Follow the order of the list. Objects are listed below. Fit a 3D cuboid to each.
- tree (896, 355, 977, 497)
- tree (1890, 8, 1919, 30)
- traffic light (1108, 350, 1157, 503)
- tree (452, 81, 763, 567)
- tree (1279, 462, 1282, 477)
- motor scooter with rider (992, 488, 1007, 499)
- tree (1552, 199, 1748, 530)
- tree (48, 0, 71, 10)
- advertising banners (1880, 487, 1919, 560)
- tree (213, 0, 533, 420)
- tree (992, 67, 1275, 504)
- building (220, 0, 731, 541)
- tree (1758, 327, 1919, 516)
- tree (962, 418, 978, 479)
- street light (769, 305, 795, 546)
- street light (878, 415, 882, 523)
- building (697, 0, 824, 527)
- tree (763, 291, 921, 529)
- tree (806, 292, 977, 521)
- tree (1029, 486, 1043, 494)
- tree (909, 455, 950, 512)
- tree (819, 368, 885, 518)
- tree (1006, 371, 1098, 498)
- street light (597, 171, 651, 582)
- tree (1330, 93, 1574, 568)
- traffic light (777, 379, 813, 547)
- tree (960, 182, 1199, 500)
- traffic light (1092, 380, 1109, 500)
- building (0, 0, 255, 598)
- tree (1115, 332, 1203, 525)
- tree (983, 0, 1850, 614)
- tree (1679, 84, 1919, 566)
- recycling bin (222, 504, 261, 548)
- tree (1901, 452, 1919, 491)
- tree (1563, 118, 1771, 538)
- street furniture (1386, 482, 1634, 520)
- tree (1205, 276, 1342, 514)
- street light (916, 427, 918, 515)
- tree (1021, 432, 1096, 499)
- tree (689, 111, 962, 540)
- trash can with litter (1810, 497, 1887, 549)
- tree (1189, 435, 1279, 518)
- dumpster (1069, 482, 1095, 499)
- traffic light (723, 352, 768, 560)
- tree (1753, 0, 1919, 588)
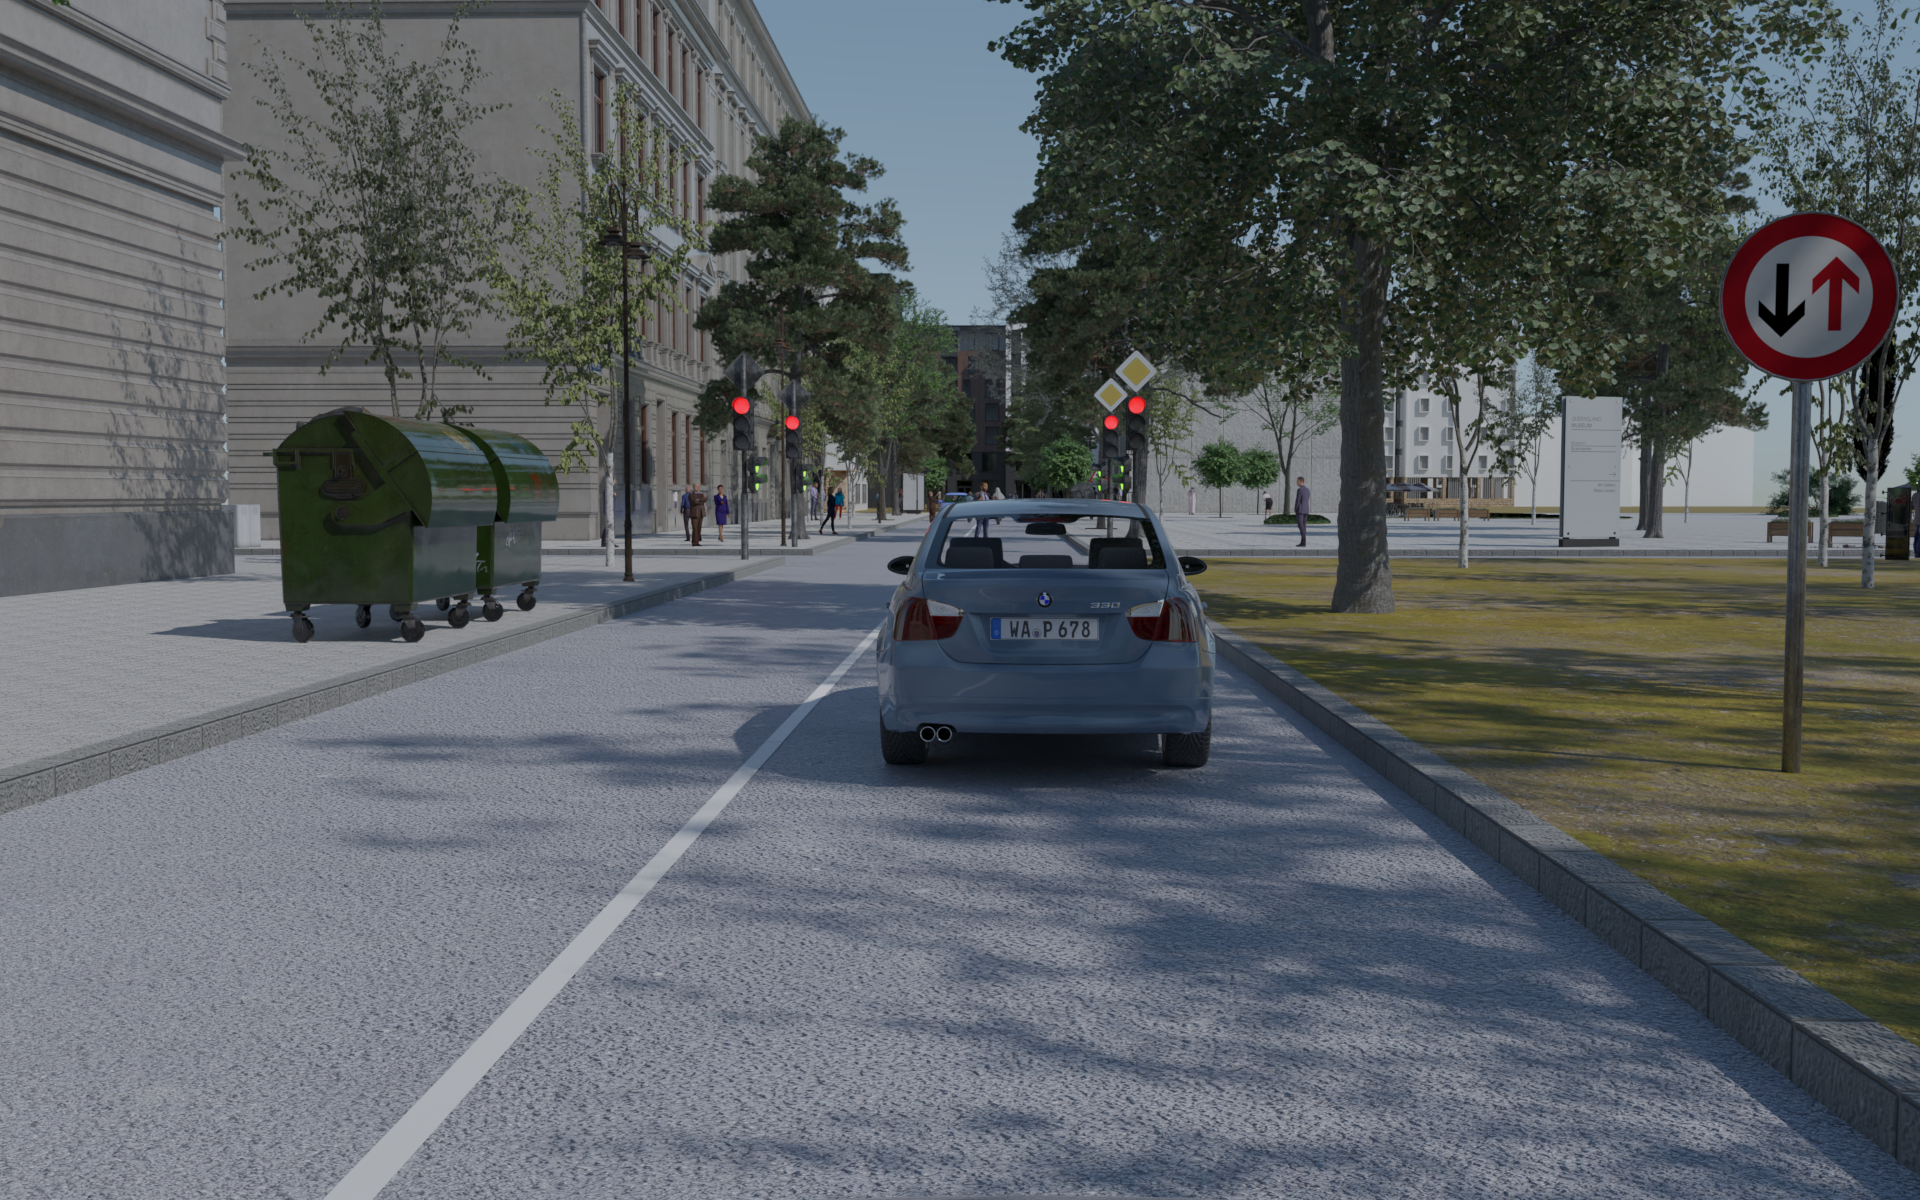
[{"bbox_3d":[-2.309,-15.075,153.894,7.806,13.903,7.818,0,3,0],"label":"tree"},{"bbox_3d":[7.227,-3.619,9.526,4.737,8.622,4.395,0,3,0],"label":"tree"},{"bbox_3d":[3.375,-2.709,33.532,0.839,4.213,0.868,0,4,1],"label":"traffic light"},{"bbox_3d":[-6.438,-4.897,30.424,4.737,8.622,4.395,0,3,0],"label":"tree"},{"bbox_3d":[18.473,-7.590,107.804,4.285,4.588,4.351,0,3,0],"label":"tree"},{"bbox_3d":[1.831,-4.438,81.522,0.876,1.779,1.986,0,4,0],"label":"motor scooter with rider"},{"bbox_3d":[23.949,-9.382,60.823,7.806,13.903,7.818,0,3,0],"label":"tree"},{"bbox_3d":[-5.923,-5.000,7.513,9.928,11.665,9.643,0,3,0],"label":"tree"},{"bbox_3d":[18.631,-2.250,32.978,0.090,3.025,2.074,-2,4,-35],"label":"advertising banners"},{"bbox_3d":[-7.759,-4.493,23.817,4.360,8.622,3.978,0,3,0],"label":"tree"},{"bbox_3d":[5.495,-8.760,50.650,7.806,13.903,7.818,0,3,0],"label":"tree"},{"bbox_3d":[-14.860,-13.487,56.667,11.583,22.565,21.152,0,4,1],"label":"building"},{"bbox_3d":[58.274,-12.278,102.570,18.604,14.587,13.155,0,4,2],"label":"tree"},{"bbox_3d":[-1.551,-14.752,163.257,6.751,12.117,7.091,0,3,0],"label":"tree"},{"bbox_3d":[-4.352,-4.267,42.549,0.468,5.910,1.993,0,4,1],"label":"street light"},{"bbox_3d":[-3.512,-6.284,75.526,0.468,5.910,1.993,0,4,1],"label":"street light"},{"bbox_3d":[-17.050,-19.124,89.092,17.030,29.872,44.131,0,4,1],"label":"building"},{"bbox_3d":[-3.844,-6.888,62.979,4.737,8.622,4.395,0,3,0],"label":"tree"},{"bbox_3d":[-3.711,-9.701,84.370,9.928,11.665,9.643,0,3,0],"label":"tree"},{"bbox_3d":[8.200,-11.666,185.341,1.663,3.219,1.824,0,3,0],"label":"tree"},{"bbox_3d":[-2.283,-8.677,125.578,4.285,4.588,4.351,0,3,0],"label":"tree"},{"bbox_3d":[-5.837,-8.786,94.007,4.360,8.622,3.978,0,3,0],"label":"tree"},{"bbox_3d":[6.870,-12.612,124.337,7.486,12.596,7.792,0,3,0],"label":"tree"},{"bbox_3d":[-4.861,-3.208,25.233,0.468,5.910,1.993,0,4,1],"label":"street light"},{"bbox_3d":[8.535,-4.849,29.650,4.360,8.622,3.978,0,3,0],"label":"tree"},{"bbox_3d":[-3.976,-3.208,41.694,0.839,4.213,0.868,0,4,1],"label":"traffic light"},{"bbox_3d":[5.102,-9.325,62.833,12.009,13.543,11.850,0,3,0],"label":"tree"},{"bbox_3d":[3.583,-3.197,41.514,0.839,4.213,0.868,0,4,1],"label":"traffic light"},{"bbox_3d":[-21.081,-11.858,22.753,19.941,23.489,11.050,0,4,1],"label":"building"},{"bbox_3d":[8.303,-7.420,71.672,4.737,8.622,4.395,0,3,0],"label":"tree"},{"bbox_3d":[4.429,-6.832,18.358,9.857,13.997,8.962,0,3,0],"label":"tree"},{"bbox_3d":[15.071,-4.900,30.471,4.737,8.622,4.395,0,3,0],"label":"tree"},{"bbox_3d":[-17.388,-1.786,41.750,0.722,1.027,0.722,2,4,23],"label":"recycling bin"},{"bbox_3d":[38.180,-4.518,68.477,1.663,3.219,1.824,0,3,0],"label":"tree"},{"bbox_3d":[20.316,-7.831,50.099,6.751,12.117,7.091,0,3,0],"label":"tree"},{"bbox_3d":[30.462,-5.905,101.583,14.083,1.986,27.439,1,4,13],"label":"street furniture"},{"bbox_3d":[15.060,-9.440,80.100,9.928,11.665,9.643,0,3,0],"label":"tree"},{"bbox_3d":[-2.691,-8.308,108.621,0.468,5.910,1.993,0,4,1],"label":"street light"},{"bbox_3d":[5.468,-6.518,90.281,4.285,4.588,4.351,0,3,0],"label":"tree"},{"bbox_3d":[-4.665,-7.755,48.849,6.751,12.117,7.091,0,3,0],"label":"tree"},{"bbox_3d":[21.379,-1.841,41.162,2.233,1.210,1.678,1,4,11],"label":"trash can with litter"},{"bbox_3d":[14.082,-6.742,93.938,4.285,4.588,4.351,0,3,0],"label":"tree"},{"bbox_3d":[6.151,-4.964,86.925,1.264,1.857,1.865,0,4,2],"label":"dumpster"},{"bbox_3d":[-4.184,-2.720,33.712,0.839,4.213,0.868,0,4,1],"label":"traffic light"},{"bbox_3d":[12.657,-4.471,23.468,4.360,8.622,3.978,0,3,0],"label":"tree"}]
